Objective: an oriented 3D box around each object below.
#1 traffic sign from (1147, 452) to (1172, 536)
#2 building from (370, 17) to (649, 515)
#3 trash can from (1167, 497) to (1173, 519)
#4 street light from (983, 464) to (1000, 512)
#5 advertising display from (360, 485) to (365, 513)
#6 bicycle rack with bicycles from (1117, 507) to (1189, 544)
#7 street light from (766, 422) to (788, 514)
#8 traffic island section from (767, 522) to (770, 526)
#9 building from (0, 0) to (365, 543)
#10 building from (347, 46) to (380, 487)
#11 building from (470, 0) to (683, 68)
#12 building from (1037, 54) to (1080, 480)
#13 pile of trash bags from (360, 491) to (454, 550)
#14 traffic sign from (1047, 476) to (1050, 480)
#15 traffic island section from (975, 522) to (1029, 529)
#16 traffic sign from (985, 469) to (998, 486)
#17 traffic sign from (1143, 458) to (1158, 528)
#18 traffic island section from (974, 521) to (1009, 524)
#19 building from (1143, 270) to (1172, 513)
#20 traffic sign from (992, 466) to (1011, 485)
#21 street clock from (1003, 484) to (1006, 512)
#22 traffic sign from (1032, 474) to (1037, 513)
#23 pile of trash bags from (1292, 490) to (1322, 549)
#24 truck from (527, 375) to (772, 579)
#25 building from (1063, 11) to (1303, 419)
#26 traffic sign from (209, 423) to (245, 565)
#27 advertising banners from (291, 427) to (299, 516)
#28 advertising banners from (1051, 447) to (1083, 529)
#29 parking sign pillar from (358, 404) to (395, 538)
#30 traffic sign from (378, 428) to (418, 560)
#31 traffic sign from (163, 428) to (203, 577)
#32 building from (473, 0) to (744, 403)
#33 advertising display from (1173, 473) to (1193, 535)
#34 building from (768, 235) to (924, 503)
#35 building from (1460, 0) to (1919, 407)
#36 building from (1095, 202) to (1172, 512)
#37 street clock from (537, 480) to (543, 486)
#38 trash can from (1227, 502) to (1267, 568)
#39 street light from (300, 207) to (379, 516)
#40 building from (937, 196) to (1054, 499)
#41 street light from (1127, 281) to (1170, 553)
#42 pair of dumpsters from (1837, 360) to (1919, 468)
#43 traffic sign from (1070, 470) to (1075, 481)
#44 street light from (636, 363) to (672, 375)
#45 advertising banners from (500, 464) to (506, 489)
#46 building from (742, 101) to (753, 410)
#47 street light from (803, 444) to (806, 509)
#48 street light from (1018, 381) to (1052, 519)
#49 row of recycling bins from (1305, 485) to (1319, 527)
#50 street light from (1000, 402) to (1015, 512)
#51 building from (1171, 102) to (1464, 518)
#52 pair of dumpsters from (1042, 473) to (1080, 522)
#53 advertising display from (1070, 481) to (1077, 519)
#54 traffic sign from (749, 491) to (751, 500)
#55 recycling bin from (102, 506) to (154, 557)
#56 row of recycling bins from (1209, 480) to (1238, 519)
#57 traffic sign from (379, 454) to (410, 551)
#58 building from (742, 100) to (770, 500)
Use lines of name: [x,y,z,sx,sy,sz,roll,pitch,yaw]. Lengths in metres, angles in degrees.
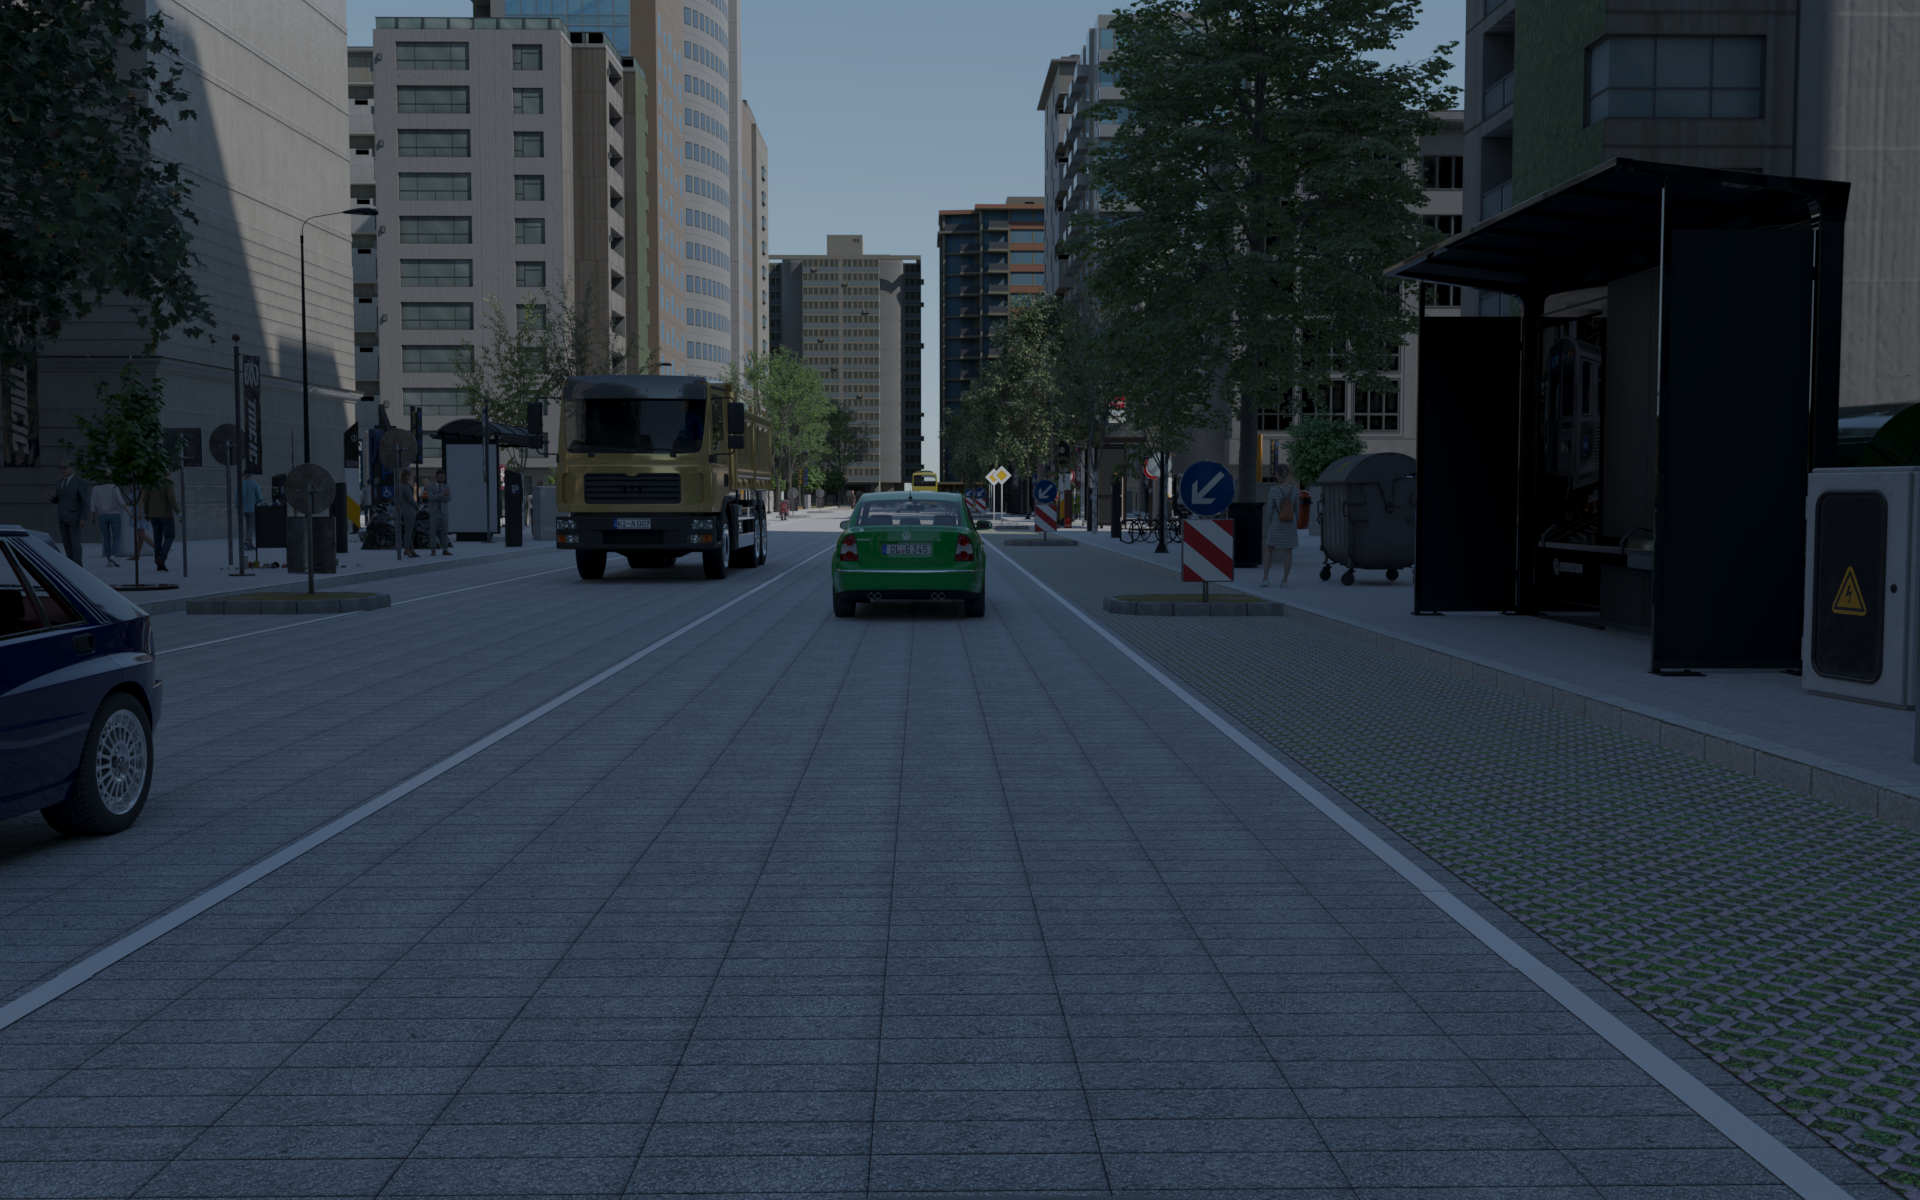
traffic sign: [6.059,-3.214,52.652,0.768,2.556,0.104,0,4,2]
building: [-27.696,-20.637,109.111,14.160,30.474,14.107,0,4,-1]
trash can: [9.489,-4.178,79.966,0.748,1.137,0.748,0,3,0]
street light: [2.166,-9.065,120.760,1.470,5.913,1.316,0,4,-1]
advertising display: [-41.535,-7.001,119.686,0.974,1.923,0.123,1,4,19]
bicycle rack with bicycles: [5.448,-1.979,45.747,2.925,0.926,2.852,0,4,-3]
street light: [-11.846,-8.534,112.071,1.470,5.913,1.316,0,4,-1]
traffic island section: [-9.747,-3.459,78.834,2.009,0.180,2.903,0,4,-1]
building: [-42.466,-16.843,51.796,44.131,29.872,17.030,0,4,-1]
building: [-59.109,-37.659,204.959,27.495,52.752,28.713,0,4,-1]
building: [-29.282,-29.616,134.338,14.600,45.320,14.200,0,4,-1]
building: [24.324,-37.777,206.895,28.713,52.752,27.495,0,4,-1]
pile of trash bags: [-13.079,-1.944,41.532,1.912,1.369,3.447,0,4,-3]
traffic sign: [5.387,-6.226,101.797,0.884,2.594,0.081,0,4,7]
traffic island section: [1.755,-2.984,71.076,2.009,0.180,2.903,0,4,-1]
traffic sign: [1.569,-4.696,78.976,0.795,2.593,0.064,0,4,-1]
traffic sign: [6.650,-3.627,59.401,0.768,2.556,0.104,0,4,1]
traffic island section: [1.593,-3.473,79.059,2.009,0.180,2.903,0,4,-1]
building: [20.674,-15.223,116.345,16.820,18.784,16.811,0,4,-1]
traffic sign: [1.732,-4.208,70.993,0.795,2.593,0.064,0,4,-1]
street clock: [3.211,-7.164,121.699,0.358,2.002,0.471,0,4,2]
traffic sign: [4.796,-6.762,110.659,0.768,2.556,0.104,0,4,-1]
pile of trash bags: [8.822,-1.829,39.652,1.912,1.369,3.447,-3,4,-38]
truck: [-5.177,-2.163,31.295,3.469,3.379,9.791,0,4,0]
building: [22.309,-34.132,177.666,23.786,49.044,30.456,0,4,-1]
traffic sign: [-13.188,-1.905,31.249,0.768,2.556,0.104,0,4,7]
advertising banners: [-17.759,-3.062,46.249,0.090,3.025,2.074,-1,4,-17]
advertising banners: [3.993,-4.167,64.316,0.090,3.025,2.074,3,4,38]
parking sign pillar: [-17.136,-3.847,51.364,1.447,3.967,1.447,-2,4,-30]
traffic sign: [-10.875,-2.044,33.519,0.768,2.556,0.104,0,4,3]
traffic sign: [-11.987,-1.505,26.740,0.606,2.300,0.079,0,4,1]
building: [-32.893,-38.198,166.528,21.231,58.520,28.212,0,4,-1]
advertising display: [7.012,-3.009,54.412,0.123,1.923,0.974,3,4,39]
building: [-17.419,-34.891,262.351,23.993,40.220,32.217,0,4,-1]
building: [19.196,-21.761,39.394,14.154,41.232,14.086,0,4,-1]
building: [20.073,-18.735,139.602,16.112,22.955,30.059,0,4,-1]
street clock: [-21.990,-5.266,90.664,0.358,2.002,0.471,0,4,-2]
trash can: [4.957,-1.131,30.147,0.748,1.137,0.748,0,3,0]
street light: [-10.119,-3.405,28.209,1.470,5.913,1.316,0,4,-1]
building: [9.412,-36.873,257.494,28.867,44.769,22.147,0,4,-1]
street light: [3.862,-3.981,37.637,1.470,5.913,1.316,0,4,-1]
pair of dumpsters: [7.141,-0.746,14.693,1.574,2.255,4.437,0,4,-1]
traffic sign: [5.266,-5.203,85.168,0.768,2.556,0.104,0,4,1]
street light: [-10.875,-5.431,61.332,1.470,5.913,1.316,0,4,-1]
advertising banners: [-26.331,-6.472,102.006,0.090,3.025,2.074,2,4,35]
building: [-30.216,-32.939,188.657,14.600,45.320,14.200,0,4,-1]
street light: [-12.551,-10.553,145.074,1.470,5.913,1.316,0,4,-1]
street light: [3.199,-6.021,70.978,1.470,5.913,1.316,0,4,-1]
row of recycling bins: [15.039,-3.739,68.246,3.534,1.692,1.069,-2,4,-32]
street light: [2.895,-7.040,87.647,1.470,5.913,1.316,0,4,-1]
building: [27.476,-16.874,94.951,30.058,24.678,14.314,0,4,-1]
pair of dumpsters: [4.547,-4.786,80.738,1.574,2.255,4.437,0,4,-1]
advertising display: [5.135,-4.779,83.351,0.974,1.923,0.123,-1,4,-17]
traffic sign: [-13.805,-6.959,113.877,0.768,2.556,0.104,0,4,-1]
recycling bin: [-17.144,-1.414,35.668,0.722,1.027,0.722,2,4,29]
row of recycling bins: [7.866,-2.708,51.385,1.069,1.692,3.534,0,4,-1]
traffic sign: [-12.687,-2.378,38.982,0.768,2.556,0.104,0,4,1]
building: [-34.657,-35.860,210.004,21.600,48.544,21.300,0,4,-1]
